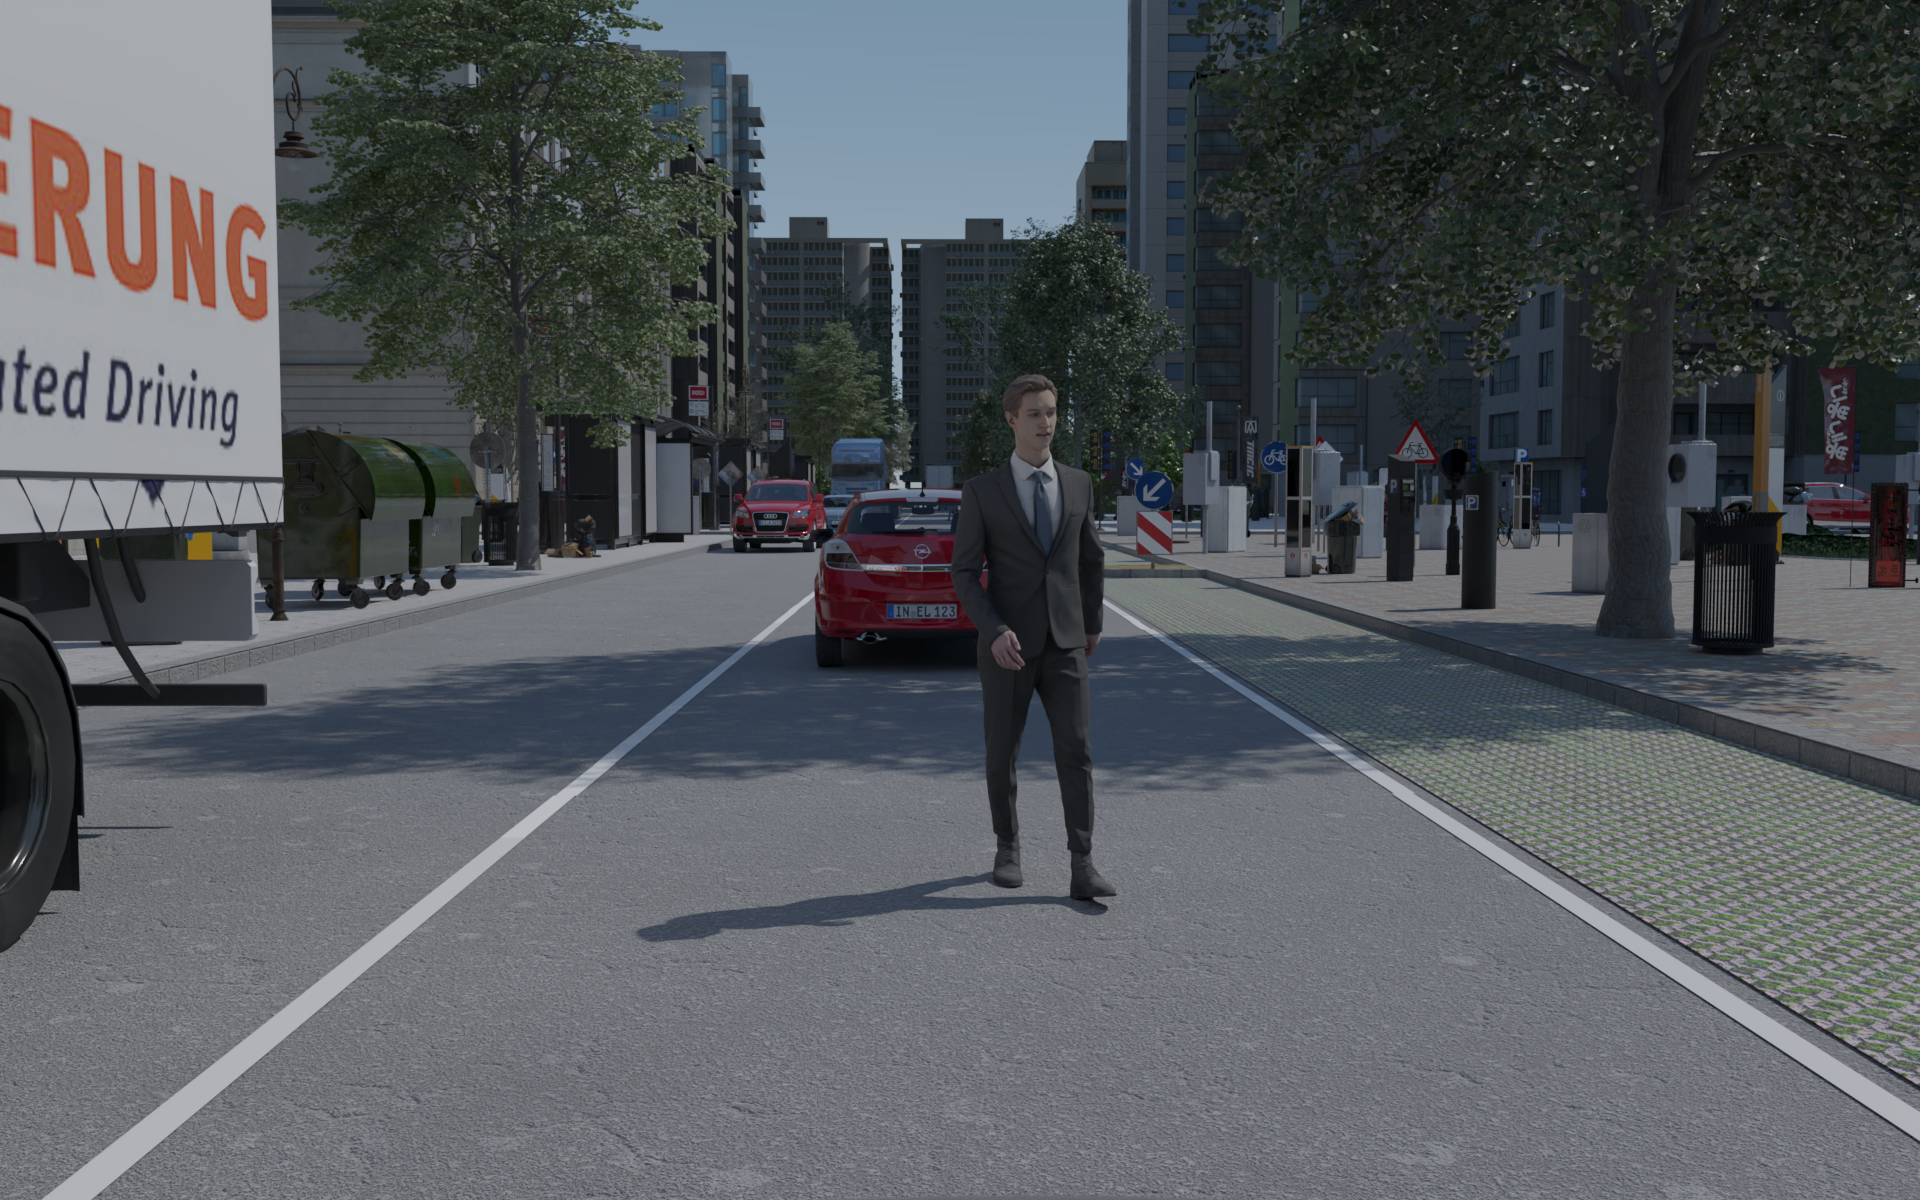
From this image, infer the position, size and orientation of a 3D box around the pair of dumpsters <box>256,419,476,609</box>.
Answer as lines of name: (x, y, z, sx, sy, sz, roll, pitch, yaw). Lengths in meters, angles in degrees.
pair of dumpsters: (-7.260, -1.146, 21.228, 1.574, 2.255, 4.437, 0, 4, -1)

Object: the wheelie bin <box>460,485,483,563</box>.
wheelie bin: (-9.321, -1.489, 32.255, 0.980, 1.594, 0.693, 2, 4, 28)

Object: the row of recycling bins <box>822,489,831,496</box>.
row of recycling bins: (-9.446, -6.807, 118.409, 3.534, 1.692, 1.069, 3, 5, 45)

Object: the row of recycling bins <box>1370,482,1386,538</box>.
row of recycling bins: (12.846, -2.772, 52.439, 1.069, 1.692, 3.534, 1, 4, 12)

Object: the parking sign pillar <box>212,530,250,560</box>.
parking sign pillar: (-14.544, -2.751, 33.454, 1.447, 3.967, 1.447, 0, 4, -1)

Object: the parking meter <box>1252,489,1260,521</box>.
parking meter: (14.092, -4.533, 82.532, 0.372, 1.533, 0.369, 0, 3, 0)

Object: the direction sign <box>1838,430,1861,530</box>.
direction sign: (31.539, -4.262, 61.684, 0.876, 3.537, 0.379, 1, 4, 13)

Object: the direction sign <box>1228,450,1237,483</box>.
direction sign: (14.214, -6.003, 90.149, 0.876, 3.537, 0.379, -3, 5, -43)

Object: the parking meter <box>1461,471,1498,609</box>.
parking meter: (5.817, -0.672, 19.393, 0.372, 1.533, 0.369, 0, 3, 0)

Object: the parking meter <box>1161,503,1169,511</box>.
parking meter: (10.647, -4.983, 89.884, 0.372, 1.533, 0.369, 0, 3, 0)

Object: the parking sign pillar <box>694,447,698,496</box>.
parking sign pillar: (-14.477, -6.747, 98.782, 1.447, 3.967, 1.447, 0, 4, -7)

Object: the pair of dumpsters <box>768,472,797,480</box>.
pair of dumpsters: (-7.820, -4.517, 76.340, 1.574, 2.255, 4.437, 0, 4, -1)

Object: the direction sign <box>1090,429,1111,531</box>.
direction sign: (4.879, -4.178, 60.312, 0.876, 3.537, 0.379, 3, 5, 41)

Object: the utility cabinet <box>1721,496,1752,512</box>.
utility cabinet: (21.638, -2.271, 48.297, 1.020, 1.237, 0.306, -2, 4, -34)

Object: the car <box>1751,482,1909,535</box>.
car: (28.896, -2.993, 57.611, 5.304, 1.827, 2.281, 0, 4, -2)

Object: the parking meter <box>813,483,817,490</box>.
parking meter: (-7.673, -5.206, 90.834, 0.255, 1.863, 0.399, 1, 4, 19)

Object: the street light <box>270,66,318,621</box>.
street light: (-6.909, -2.728, 17.397, 0.468, 5.910, 1.993, 0, 4, -1)

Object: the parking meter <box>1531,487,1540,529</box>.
parking meter: (21.276, -3.406, 64.100, 0.372, 1.533, 0.369, 0, 3, 0)

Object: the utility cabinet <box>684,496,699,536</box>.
utility cabinet: (-8.607, -2.598, 53.637, 1.020, 1.237, 0.306, -2, 4, -26)

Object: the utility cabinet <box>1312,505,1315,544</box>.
utility cabinet: (8.818, -2.199, 44.636, 0.318, 1.500, 1.173, 0, 4, -6)

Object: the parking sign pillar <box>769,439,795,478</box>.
parking sign pillar: (-8.806, -5.952, 85.793, 1.447, 3.967, 1.447, 2, 4, 34)

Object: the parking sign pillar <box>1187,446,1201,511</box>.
parking sign pillar: (12.458, -6.288, 91.288, 1.447, 3.967, 1.447, -1, 4, -11)

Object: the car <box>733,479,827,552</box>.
car: (-4.569, -2.182, 44.353, 2.281, 1.827, 5.304, 0, 3, 0)

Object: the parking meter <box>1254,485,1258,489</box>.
parking meter: (18.736, -6.330, 109.210, 0.399, 1.863, 0.255, 2, 4, 27)

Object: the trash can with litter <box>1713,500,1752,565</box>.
trash can with litter: (13.901, -1.220, 31.328, 0.624, 1.170, 1.055, 0, 4, -3)

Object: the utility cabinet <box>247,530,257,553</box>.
utility cabinet: (-15.622, -1.605, 37.400, 0.306, 1.237, 1.020, 3, 5, 44)

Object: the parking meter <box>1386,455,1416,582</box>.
parking meter: (6.487, -1.209, 25.474, 0.255, 1.863, 0.399, -1, 4, -20)

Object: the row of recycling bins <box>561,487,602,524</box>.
row of recycling bins: (-16.793, -4.201, 75.798, 3.534, 1.692, 1.069, -1, 4, -21)

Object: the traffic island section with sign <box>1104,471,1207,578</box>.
traffic island section with sign: (3.189, -1.324, 30.283, 1.989, 1.847, 2.006, 0, 4, -1)

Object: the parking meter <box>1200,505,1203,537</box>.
parking meter: (7.341, -2.635, 51.489, 0.372, 1.533, 0.369, 0, 3, 0)

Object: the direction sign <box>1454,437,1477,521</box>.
direction sign: (19.943, -4.677, 68.464, 0.876, 3.537, 0.379, 1, 4, 8)

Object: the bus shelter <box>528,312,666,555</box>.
bus shelter: (-8.711, -3.870, 40.914, 2.179, 5.291, 8.768, 0, 4, -1)

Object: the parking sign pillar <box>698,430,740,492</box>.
parking sign pillar: (-9.920, -5.156, 72.771, 1.447, 3.967, 1.447, -2, 4, -35)

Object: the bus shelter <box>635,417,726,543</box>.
bus shelter: (-7.879, -3.327, 48.328, 2.014, 3.302, 5.546, 0, 4, -1)

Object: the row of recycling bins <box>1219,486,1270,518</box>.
row of recycling bins: (15.065, -5.285, 93.524, 3.534, 1.692, 1.069, -1, 4, -22)

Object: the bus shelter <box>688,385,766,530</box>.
bus shelter: (-8.948, -5.436, 66.514, 2.179, 5.291, 8.768, 0, 4, -1)

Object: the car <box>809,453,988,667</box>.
car: (-0.337, -0.416, 15.842, 2.155, 1.783, 4.494, 0, 4, -1)

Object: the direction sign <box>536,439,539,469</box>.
direction sign: (-17.644, -4.905, 72.197, 0.379, 3.537, 0.876, -1, 4, -22)

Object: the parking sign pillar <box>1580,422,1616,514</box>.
parking sign pillar: (22.893, -4.489, 61.869, 1.447, 3.967, 1.447, -1, 4, -9)

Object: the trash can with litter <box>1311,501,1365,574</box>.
trash can with litter: (5.919, -1.007, 27.852, 1.055, 1.170, 0.624, 0, 4, -3)

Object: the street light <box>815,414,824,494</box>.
street light: (-8.116, -7.796, 100.246, 0.468, 5.910, 1.993, 0, 4, -1)

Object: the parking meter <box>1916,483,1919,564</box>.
parking meter: (17.660, -1.415, 31.553, 0.372, 1.533, 0.369, 0, 3, 0)

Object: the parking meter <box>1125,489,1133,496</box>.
parking meter: (7.875, -4.423, 80.725, 0.372, 1.533, 0.369, 0, 3, 0)

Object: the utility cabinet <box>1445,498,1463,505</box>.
utility cabinet: (25.270, -4.718, 88.298, 1.020, 1.237, 0.306, 2, 4, 25)

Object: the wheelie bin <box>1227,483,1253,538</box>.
wheelie bin: (8.134, -2.641, 51.095, 0.980, 1.594, 0.693, -1, 4, -22)

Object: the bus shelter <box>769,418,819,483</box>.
bus shelter: (-9.071, -7.161, 94.714, 2.179, 5.291, 8.768, 0, 4, -1)

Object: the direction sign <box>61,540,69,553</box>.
direction sign: (-9.674, -1.630, 18.655, 0.876, 3.537, 0.379, -1, 4, -11)

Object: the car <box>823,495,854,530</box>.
car: (-4.264, -3.058, 61.996, 2.014, 1.417, 4.499, 0, 4, -2)

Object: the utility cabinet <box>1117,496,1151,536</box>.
utility cabinet: (5.345, -2.572, 53.212, 1.020, 1.237, 0.306, 0, 4, -2)

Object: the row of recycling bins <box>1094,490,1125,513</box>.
row of recycling bins: (9.613, -6.684, 116.396, 3.534, 1.692, 1.069, -2, 4, -31)

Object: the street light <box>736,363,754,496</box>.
street light: (-7.549, -5.397, 61.031, 0.468, 5.910, 1.993, 0, 4, -1)
